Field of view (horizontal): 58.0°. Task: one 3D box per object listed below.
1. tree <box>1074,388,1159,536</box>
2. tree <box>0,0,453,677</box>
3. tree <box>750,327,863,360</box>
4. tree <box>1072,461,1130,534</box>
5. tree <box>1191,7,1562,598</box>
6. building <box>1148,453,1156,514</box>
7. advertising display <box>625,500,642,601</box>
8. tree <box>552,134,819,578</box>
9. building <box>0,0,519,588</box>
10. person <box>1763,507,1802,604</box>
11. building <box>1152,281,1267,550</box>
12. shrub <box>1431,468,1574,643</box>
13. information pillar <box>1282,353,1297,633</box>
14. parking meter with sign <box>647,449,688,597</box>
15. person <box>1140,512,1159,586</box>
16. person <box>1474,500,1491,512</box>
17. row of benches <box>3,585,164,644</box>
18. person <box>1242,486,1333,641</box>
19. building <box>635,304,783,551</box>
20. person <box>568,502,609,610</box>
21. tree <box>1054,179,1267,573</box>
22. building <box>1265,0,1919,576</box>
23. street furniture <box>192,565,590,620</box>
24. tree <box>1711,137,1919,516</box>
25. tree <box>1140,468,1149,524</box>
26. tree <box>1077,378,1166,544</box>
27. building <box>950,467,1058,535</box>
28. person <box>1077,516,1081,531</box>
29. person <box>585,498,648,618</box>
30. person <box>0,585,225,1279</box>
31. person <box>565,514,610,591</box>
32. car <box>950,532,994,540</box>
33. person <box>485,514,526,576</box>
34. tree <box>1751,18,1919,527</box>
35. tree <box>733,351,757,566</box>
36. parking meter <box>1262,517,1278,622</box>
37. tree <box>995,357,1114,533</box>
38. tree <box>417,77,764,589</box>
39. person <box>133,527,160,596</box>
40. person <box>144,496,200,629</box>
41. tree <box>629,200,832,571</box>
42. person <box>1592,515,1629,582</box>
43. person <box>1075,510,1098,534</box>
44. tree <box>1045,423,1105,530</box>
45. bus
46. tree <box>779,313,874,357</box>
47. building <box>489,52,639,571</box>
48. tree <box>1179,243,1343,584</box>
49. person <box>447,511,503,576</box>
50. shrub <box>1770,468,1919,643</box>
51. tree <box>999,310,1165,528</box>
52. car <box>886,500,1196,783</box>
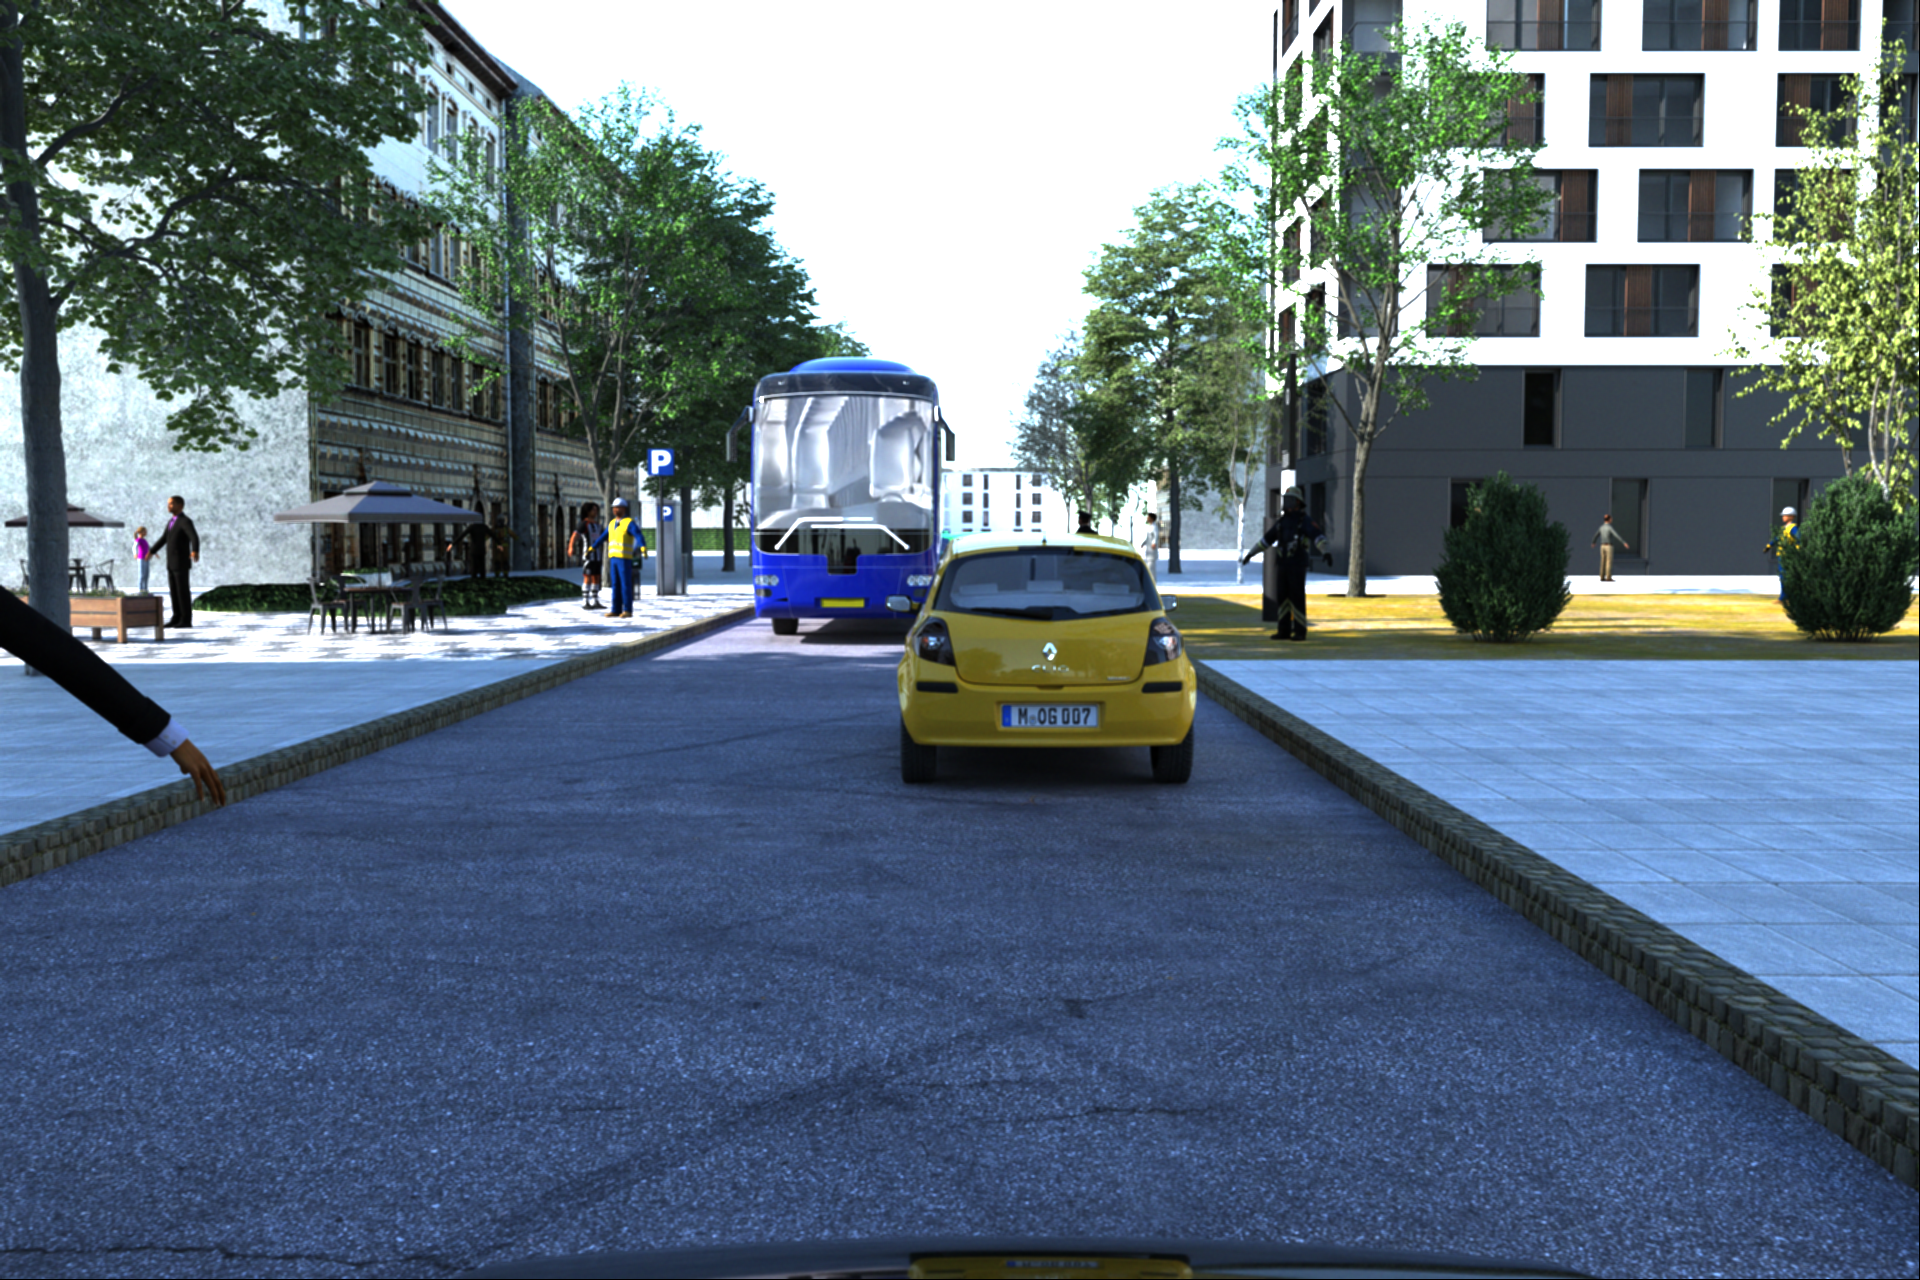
[{"bbox_3d":[7.528,-8.090,82.631,4.737,8.622,4.395,0,3,0],"label":"tree"},{"bbox_3d":[-8.765,-5.957,15.520,7.486,12.596,7.792,0,3,0],"label":"tree"},{"bbox_3d":[-7.789,-9.809,86.137,9.928,11.665,9.643,0,3,0],"label":"tree"},{"bbox_3d":[17.297,-18.005,212.510,7.486,12.596,7.792,0,3,0],"label":"tree"},{"bbox_3d":[8.245,-6.678,34.936,9.928,11.665,9.643,0,3,0],"label":"tree"},{"bbox_3d":[24.041,-13.849,168.574,9.099,9.664,28.070,0,4,1],"label":"building"},{"bbox_3d":[-6.290,-1.721,33.345,0.123,1.923,0.974,0,4,2],"label":"advertising display"},{"bbox_3d":[-8.027,-8.083,50.287,7.486,12.596,7.792,0,3,0],"label":"tree"},{"bbox_3d":[-24.505,-13.355,49.275,19.493,23.208,18.063,0,3,0],"label":"building"},{"bbox_3d":[15.138,-1.553,31.857,0.721,1.772,1.216,0,4,-2],"label":"person"},{"bbox_3d":[26.563,-19.204,144.906,19.493,23.208,18.063,0,4,0],"label":"building"},{"bbox_3d":[6.440,-1.010,20.560,1.661,2.075,1.752,0,3,0],"label":"shrub"},{"bbox_3d":[4.301,-1.915,22.662,0.183,3.616,0.504,0,4,0],"label":"information pillar"},{"bbox_3d":[-6.075,-2.447,36.276,0.543,3.016,1.738,0,4,2],"label":"parking meter with sign"},{"bbox_3d":[4.615,-2.189,41.978,0.705,1.806,1.347,0,4,-7],"label":"person"},{"bbox_3d":[7.685,-1.206,25.569,0.705,1.847,1.347,2,4,33],"label":"person"},{"bbox_3d":[-11.554,-0.347,21.130,4.104,0.672,1.422,1,4,21],"label":"row of benches"},{"bbox_3d":[3.991,-0.926,20.912,0.705,1.856,1.354,-3,5,-39],"label":"person"},{"bbox_3d":[-24.153,-17.276,148.919,16.747,18.905,31.486,0,4,1],"label":"building"},{"bbox_3d":[-6.248,-1.427,29.479,0.704,1.843,1.345,2,4,28],"label":"person"},{"bbox_3d":[6.679,-8.445,56.205,7.486,12.596,7.792,0,3,0],"label":"tree"},{"bbox_3d":[25.663,-13.726,68.398,27.936,21.610,32.646,0,3,0],"label":"building"},{"bbox_3d":[-9.807,-0.934,30.899,5.734,0.657,10.072,0,4,1],"label":"street furniture"},{"bbox_3d":[16.217,-4.962,31.492,4.737,8.622,4.395,0,3,0],"label":"tree"},{"bbox_3d":[25.999,-18.200,215.689,7.486,12.596,7.792,0,3,0],"label":"tree"},{"bbox_3d":[7.863,-7.781,77.581,4.360,8.622,3.978,0,3,0],"label":"tree"},{"bbox_3d":[-1.825,-16.400,212.741,28.070,9.664,9.099,0,4,-6],"label":"building"},{"bbox_3d":[3.712,-2.901,53.364,0.705,1.837,1.347,2,4,32],"label":"person"},{"bbox_3d":[-5.234,-1.264,26.629,1.349,1.833,0.705,3,4,36],"label":"person"},{"bbox_3d":[-2.002,0.366,3.200,1.216,1.740,0.721,0,4,-7],"label":"person"},{"bbox_3d":[-8.275,-2.011,39.009,0.705,1.813,1.348,3,5,40],"label":"person"},{"bbox_3d":[0.448,-1.694,36.485,1.959,1.807,4.718,0,4,1],"label":"car"},{"bbox_3d":[-13.072,-2.667,49.374,1.354,1.858,0.705,-2,4,-27],"label":"person"},{"bbox_3d":[13.973,-4.597,25.516,4.737,8.622,4.395,0,3,0],"label":"tree"},{"bbox_3d":[-8.175,-7.251,68.924,4.737,8.622,4.395,0,3,0],"label":"tree"},{"bbox_3d":[4.643,-1.043,25.468,0.372,1.533,0.369,0,3,0],"label":"parking meter"},{"bbox_3d":[7.273,-12.622,116.745,12.009,13.543,11.850,0,3,0],"label":"tree"},{"bbox_3d":[-8.444,-7.041,40.869,9.928,11.665,9.643,0,3,0],"label":"tree"},{"bbox_3d":[-16.784,-1.619,35.733,0.599,1.433,0.991,0,4,0],"label":"person"},{"bbox_3d":[-10.689,-1.064,23.629,1.346,1.802,0.704,3,4,38],"label":"person"},{"bbox_3d":[-7.584,-8.648,59.520,7.486,12.596,7.792,0,3,0],"label":"tree"},{"bbox_3d":[17.387,-2.459,46.470,0.705,1.796,1.348,-1,4,-21],"label":"person"},{"bbox_3d":[2.113,-1.307,29.755,1.347,1.837,0.705,-3,4,-37],"label":"person"},{"bbox_3d":[7.309,-9.422,104.407,4.737,8.622,4.395,0,3,0],"label":"tree"},{"bbox_3d":[-1.475,-2.223,27.885,2.896,3.916,12.251,0,4,0],"label":"bus"},{"bbox_3d":[-7.836,-11.753,98.821,9.857,13.997,8.962,0,3,0],"label":"tree"},{"bbox_3d":[-23.836,-14.519,68.313,19.493,23.208,18.063,0,4,1],"label":"building"},{"bbox_3d":[7.065,-5.757,44.492,4.360,8.622,3.978,0,3,0],"label":"tree"},{"bbox_3d":[-10.879,-2.008,39.010,1.347,1.806,0.705,-3,5,-43],"label":"person"},{"bbox_3d":[10.615,-1.017,20.667,1.661,2.075,1.752,0,3,0],"label":"shrub"},{"bbox_3d":[7.063,-11.283,94.854,12.009,13.543,11.850,0,3,0],"label":"tree"},{"bbox_3d":[0.495,-0.072,11.400,2.015,1.641,3.980,0,3,0],"label":"car"}]
